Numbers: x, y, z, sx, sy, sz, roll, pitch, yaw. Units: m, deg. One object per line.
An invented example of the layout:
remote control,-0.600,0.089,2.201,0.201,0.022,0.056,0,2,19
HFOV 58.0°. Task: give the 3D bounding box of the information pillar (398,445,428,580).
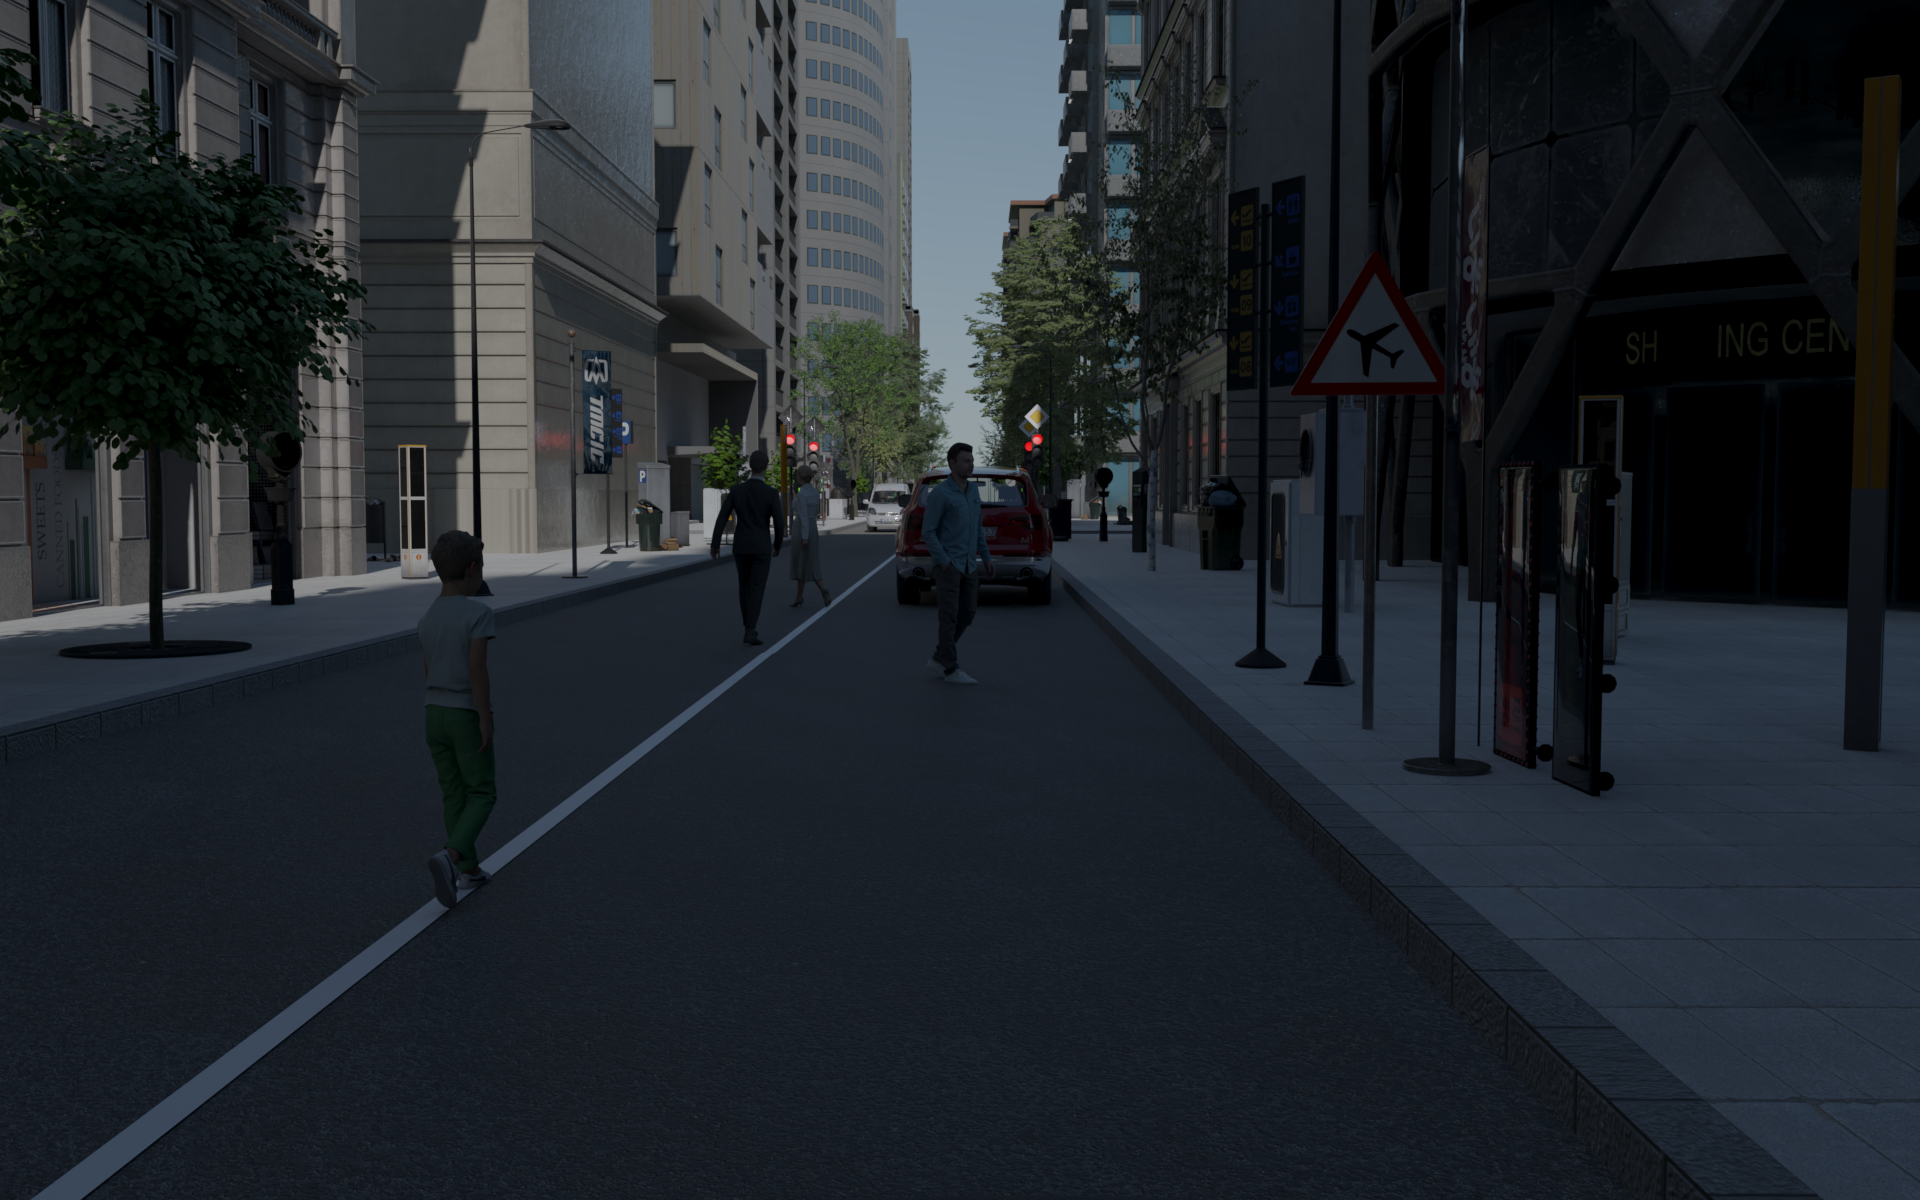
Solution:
information pillar,-8.224,-1.319,26.063,0.304,2.012,0.304,-3,5,-43

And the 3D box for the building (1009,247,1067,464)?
building,13.315,-26.417,203.623,14.160,30.474,14.107,0,4,0

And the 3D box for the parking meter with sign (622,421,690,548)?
parking meter with sign,-7.382,-2.794,41.941,1.738,3.016,0.543,-3,5,-44

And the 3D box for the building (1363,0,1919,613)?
building,14.053,-9.578,24.055,16.820,18.784,16.811,0,4,0

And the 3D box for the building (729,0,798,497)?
building,-18.859,-41.133,110.773,20.563,71.187,20.611,0,4,0

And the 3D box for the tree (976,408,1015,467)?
tree,3.634,-11.758,142.610,4.737,8.622,4.395,0,3,0

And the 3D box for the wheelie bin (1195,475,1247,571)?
wheelie bin,4.392,-1.302,29.203,0.693,1.594,0.980,-1,4,-22

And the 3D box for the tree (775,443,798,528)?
tree,-6.891,-4.343,65.605,1.663,3.219,1.824,0,3,0

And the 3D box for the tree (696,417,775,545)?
tree,-5.808,-3.017,43.934,1.663,3.219,1.824,0,3,0

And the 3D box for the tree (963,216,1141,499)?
tree,3.617,-9.383,71.533,7.486,12.596,7.792,0,3,0

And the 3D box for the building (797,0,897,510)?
building,-17.681,-38.998,179.610,21.231,58.520,28.212,0,4,0

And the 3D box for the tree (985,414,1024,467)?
tree,4.177,-10.950,129.393,4.360,8.622,3.978,0,3,0

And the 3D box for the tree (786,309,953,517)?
tree,-5.910,-10.473,96.985,9.928,11.665,9.643,0,3,0

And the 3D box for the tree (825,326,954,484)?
tree,-5.592,-13.695,130.566,9.857,13.997,8.962,0,3,0

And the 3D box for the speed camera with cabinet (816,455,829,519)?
speed camera with cabinet,-7.465,-5.783,88.895,0.660,3.252,2.038,-2,4,-34

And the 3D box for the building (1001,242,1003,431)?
building,17.787,-38.366,281.906,22.147,44.769,28.867,0,4,0

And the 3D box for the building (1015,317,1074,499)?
building,19.980,-20.632,182.376,27.650,21.520,28.899,0,4,0

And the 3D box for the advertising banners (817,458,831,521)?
advertising banners,-6.568,-5.327,83.289,0.090,3.025,2.074,1,4,16

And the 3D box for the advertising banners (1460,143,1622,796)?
advertising banners,2.661,-0.735,8.199,0.090,3.025,2.074,0,4,-2

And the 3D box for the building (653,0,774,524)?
building,-22.953,-29.788,76.269,28.713,52.752,27.495,0,4,0

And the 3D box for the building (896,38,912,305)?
building,-15.852,-51.320,277.337,20.563,71.187,20.611,0,4,0

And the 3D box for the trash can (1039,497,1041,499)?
trash can,4.355,-5.350,99.121,0.748,1.137,0.748,0,3,0

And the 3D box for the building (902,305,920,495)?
building,-13.206,-29.900,260.567,14.160,30.474,14.107,0,4,0

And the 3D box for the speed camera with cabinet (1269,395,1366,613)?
speed camera with cabinet,3.985,-1.536,19.445,0.660,3.252,2.038,0,4,-3

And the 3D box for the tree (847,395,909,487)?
tree,-5.785,-10.518,122.334,4.737,8.622,4.395,0,3,0

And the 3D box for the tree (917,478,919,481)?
tree,-4.019,-16.476,253.098,4.285,4.588,4.351,0,3,0

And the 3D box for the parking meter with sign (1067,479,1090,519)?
parking meter with sign,5.958,-5.751,90.292,1.738,3.016,0.543,1,4,18

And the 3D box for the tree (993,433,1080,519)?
tree,4.169,-5.992,81.677,4.285,4.588,4.351,0,3,0

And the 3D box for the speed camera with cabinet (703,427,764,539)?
speed camera with cabinet,-6.551,-3.416,50.193,0.660,3.252,2.038,2,4,34

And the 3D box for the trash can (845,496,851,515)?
trash can,-7.018,-5.737,105.453,0.748,1.137,0.748,0,3,0

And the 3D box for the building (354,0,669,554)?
building,-23.272,-12.886,43.962,30.059,22.955,16.112,0,4,0

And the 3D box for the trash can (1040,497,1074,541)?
trash can,2.730,-2.166,47.070,0.748,1.137,0.748,0,3,0

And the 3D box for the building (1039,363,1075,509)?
building,22.829,-28.280,154.259,32.217,40.220,23.993,0,4,0

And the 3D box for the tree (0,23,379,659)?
tree,-6.499,-1.850,13.960,4.285,4.588,4.351,0,3,0

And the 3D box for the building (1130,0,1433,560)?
building,9.834,-10.854,42.096,10.561,19.102,19.286,0,4,0

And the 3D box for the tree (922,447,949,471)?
tree,-4.980,-22.158,296.686,8.767,10.594,7.601,-2,4,-24

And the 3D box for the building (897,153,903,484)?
building,-13.983,-31.690,201.722,14.154,41.232,14.086,0,4,0

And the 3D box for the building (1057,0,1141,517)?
building,17.587,-29.846,107.590,23.786,49.044,30.456,0,4,0

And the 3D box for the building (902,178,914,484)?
building,-18.534,-37.810,237.805,23.786,49.044,30.456,0,4,0

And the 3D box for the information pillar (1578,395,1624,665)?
information pillar,4.829,-0.526,13.096,0.304,2.012,0.304,1,4,22

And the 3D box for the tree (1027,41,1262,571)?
tree,3.180,-4.806,28.940,4.360,8.622,3.978,0,3,0

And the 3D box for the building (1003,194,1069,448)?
building,18.041,-36.567,252.488,22.147,44.769,28.867,0,4,0

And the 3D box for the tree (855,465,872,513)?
tree,-6.782,-7.508,117.358,1.663,3.219,1.824,0,3,0
